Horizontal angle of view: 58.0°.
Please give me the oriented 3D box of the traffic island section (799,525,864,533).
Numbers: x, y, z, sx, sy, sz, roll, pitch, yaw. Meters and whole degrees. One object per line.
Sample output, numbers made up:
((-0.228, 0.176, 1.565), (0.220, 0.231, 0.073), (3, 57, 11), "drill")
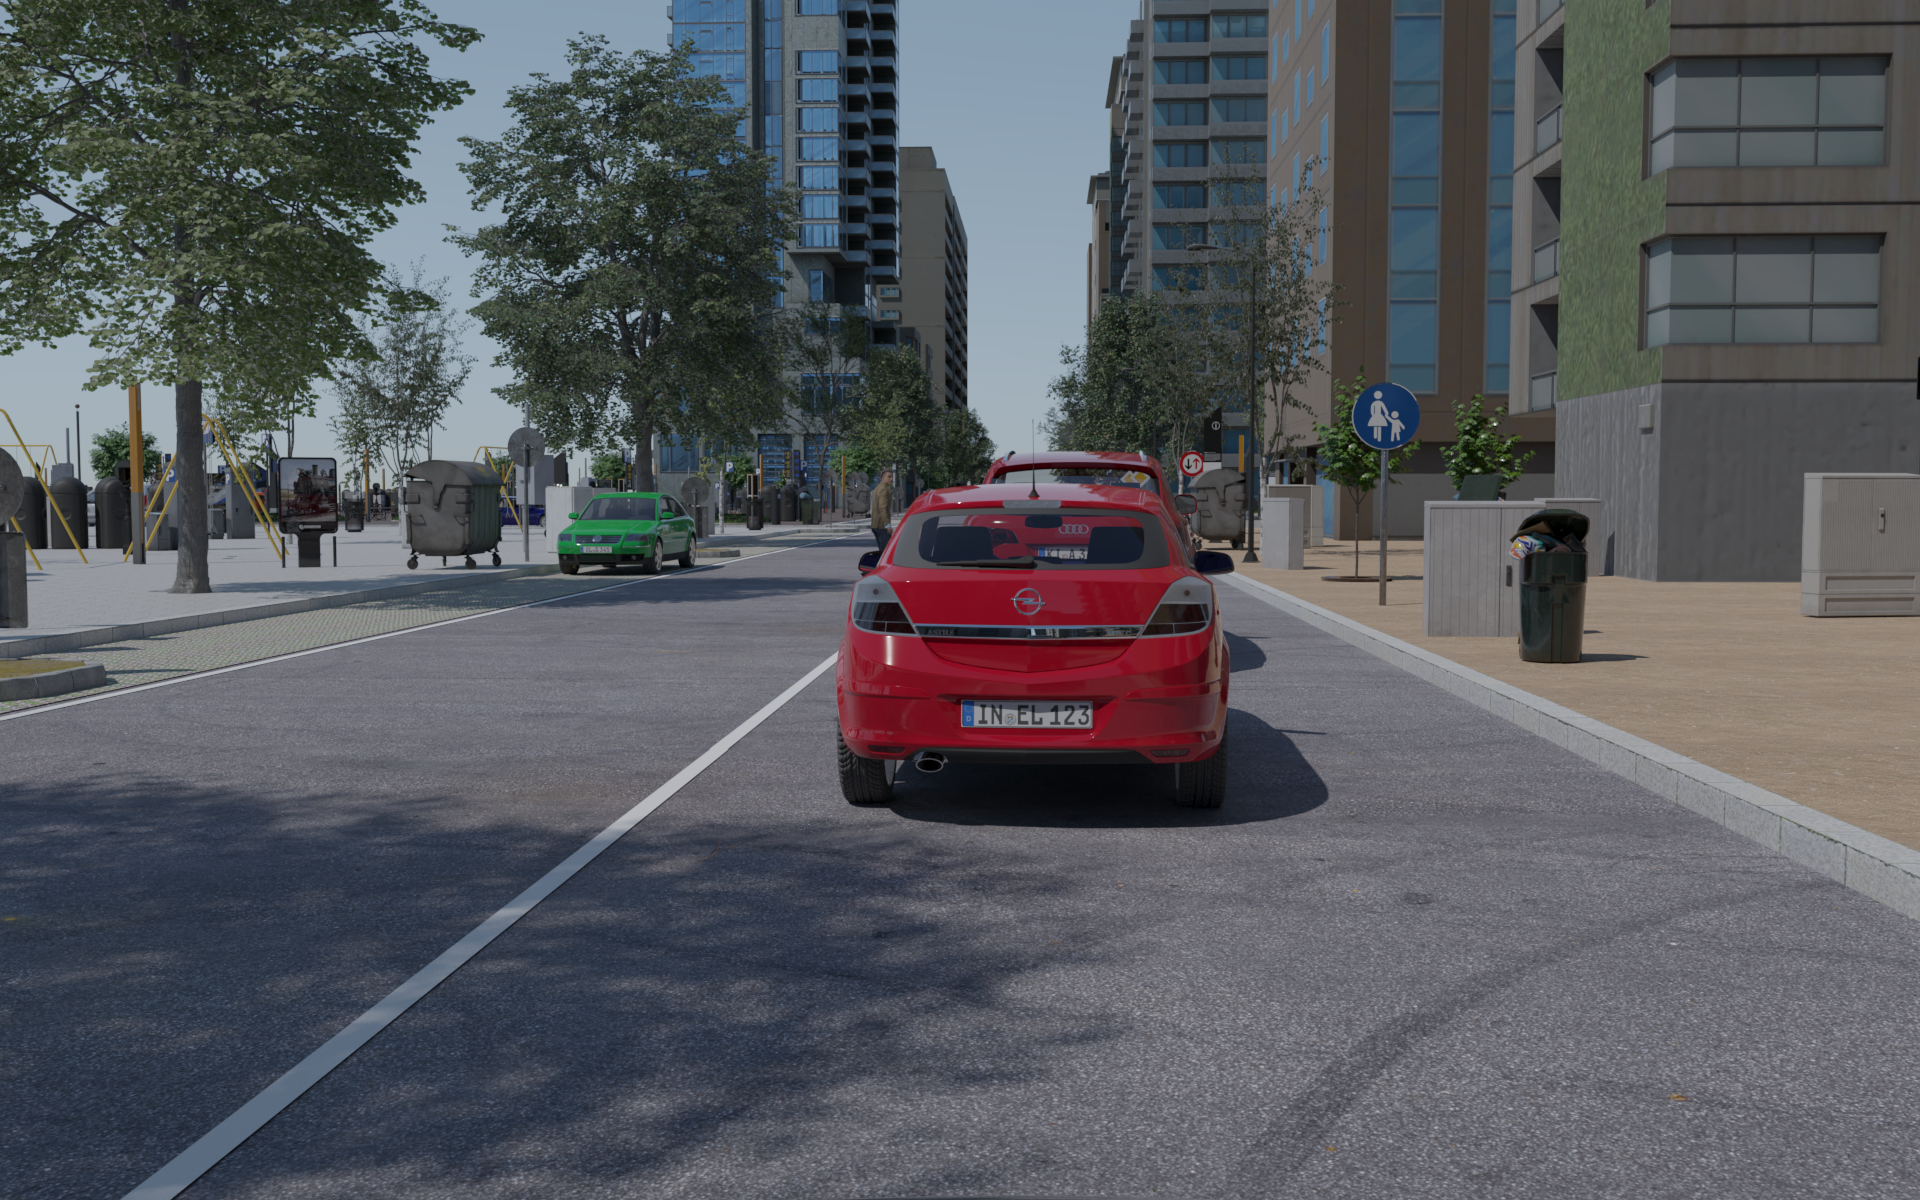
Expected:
((-4.842, -2.595, 64.701), (2.009, 0.180, 2.903), (0, 4, 3), "traffic island section")

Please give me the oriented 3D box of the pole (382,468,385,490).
((-45.866, -8.809, 137.873), (0.158, 3.312, 0.155), (0, 3, 0), "pole")

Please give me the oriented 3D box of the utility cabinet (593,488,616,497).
((-13.226, -3.380, 63.938), (0.318, 1.500, 1.173), (2, 4, 31), "utility cabinet")

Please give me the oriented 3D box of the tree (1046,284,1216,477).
((9.505, -10.883, 94.942), (9.611, 12.733, 9.660), (0, 3, 0), "tree")

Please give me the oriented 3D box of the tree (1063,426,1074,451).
((12.465, -13.853, 176.850), (4.737, 8.622, 4.395), (0, 3, 0), "tree")

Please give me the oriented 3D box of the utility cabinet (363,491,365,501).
((-47.400, -7.920, 138.174), (0.318, 1.500, 1.173), (-1, 4, -13), "utility cabinet")

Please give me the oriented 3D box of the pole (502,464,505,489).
((-30.767, -7.519, 116.776), (0.158, 3.312, 0.155), (0, 3, 0), "pole")

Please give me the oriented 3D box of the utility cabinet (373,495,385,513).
((-40.490, -6.701, 120.716), (1.020, 1.237, 0.306), (3, 5, 42), "utility cabinet")

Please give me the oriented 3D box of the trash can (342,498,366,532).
((-20.338, -2.844, 58.152), (0.748, 1.137, 0.748), (0, 3, 0), "trash can")

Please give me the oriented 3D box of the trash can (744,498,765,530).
((-7.254, -3.035, 61.268), (0.748, 1.137, 0.748), (0, 3, 0), "trash can")

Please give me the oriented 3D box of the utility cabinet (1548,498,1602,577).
((9.410, -0.958, 26.825), (1.020, 1.237, 0.306), (-1, 4, -17), "utility cabinet")

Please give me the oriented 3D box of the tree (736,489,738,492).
((-19.322, -9.186, 144.785), (1.663, 3.219, 1.824), (0, 3, 0), "tree")

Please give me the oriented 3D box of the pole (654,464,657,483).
((-20.547, -7.524, 116.857), (0.158, 3.312, 0.155), (0, 3, 0), "pole")

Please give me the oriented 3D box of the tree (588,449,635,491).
((-23.566, -8.180, 117.449), (4.285, 4.588, 4.351), (0, 3, 0), "tree")

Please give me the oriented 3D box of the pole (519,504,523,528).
((-16.642, -4.394, 65.693), (0.158, 3.312, 0.155), (0, 3, 0), "pole")

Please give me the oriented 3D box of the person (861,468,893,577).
((-1.227, -1.149, 27.194), (0.656, 1.842, 0.836), (3, 5, 40), "person")

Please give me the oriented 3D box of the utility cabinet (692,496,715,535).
((-8.096, -2.660, 54.649), (0.306, 1.237, 1.020), (1, 4, 20), "utility cabinet")

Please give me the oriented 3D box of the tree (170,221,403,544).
((-17.370, -5.730, 44.047), (4.737, 8.622, 4.395), (0, 3, 0), "tree")

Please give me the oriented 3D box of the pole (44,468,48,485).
((-71.273, -8.640, 135.115), (0.158, 3.312, 0.155), (0, 3, 0), "pole")

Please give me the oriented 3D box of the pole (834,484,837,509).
((-10.585, -9.374, 147.108), (0.158, 3.312, 0.155), (0, 3, 0), "pole")

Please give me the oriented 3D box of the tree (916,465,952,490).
((-2.356, -10.683, 158.379), (4.285, 4.588, 4.351), (0, 3, 0), "tree")

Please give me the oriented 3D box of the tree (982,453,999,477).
((4.287, -22.615, 304.171), (8.767, 10.594, 7.601), (0, 4, 6), "tree")

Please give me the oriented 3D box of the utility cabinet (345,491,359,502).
((-51.323, -8.417, 146.299), (1.173, 1.500, 0.318), (-1, 4, -14), "utility cabinet")

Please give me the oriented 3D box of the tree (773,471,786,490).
((-12.849, -8.154, 127.926), (1.663, 3.219, 1.824), (0, 3, 0), "tree")

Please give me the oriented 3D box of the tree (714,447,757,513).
((-15.538, -8.347, 120.192), (4.285, 4.588, 4.351), (0, 3, 0), "tree")

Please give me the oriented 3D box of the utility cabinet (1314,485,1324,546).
((8.574, -2.060, 42.354), (0.318, 1.500, 1.173), (0, 4, -6), "utility cabinet")

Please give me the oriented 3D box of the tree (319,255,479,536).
((-17.344, -6.284, 53.112), (4.360, 8.622, 3.978), (0, 3, 0), "tree")

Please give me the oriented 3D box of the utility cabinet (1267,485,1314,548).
((7.634, -1.945, 40.485), (1.173, 1.500, 0.318), (-2, 4, -23), "utility cabinet")

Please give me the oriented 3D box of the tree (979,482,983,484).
((1.599, -17.753, 240.627), (4.737, 8.622, 4.395), (0, 3, 0), "tree")

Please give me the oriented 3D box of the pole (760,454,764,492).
((-10.195, -5.828, 89.127), (0.158, 3.312, 0.155), (0, 3, 0), "pole")

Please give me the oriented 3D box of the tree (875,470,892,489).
((-6.552, -11.564, 139.439), (4.360, 8.622, 3.978), (0, 3, 0), "tree")

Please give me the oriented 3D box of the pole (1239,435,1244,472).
((9.775, -4.060, 60.231), (0.158, 3.312, 0.155), (0, 3, 0), "pole")

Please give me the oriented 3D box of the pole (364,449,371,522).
((-27.110, -5.222, 79.228), (0.158, 3.312, 0.155), (0, 3, 0), "pole")

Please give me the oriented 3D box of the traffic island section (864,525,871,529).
((-4.453, -3.082, 72.677), (2.009, 0.180, 2.903), (0, 4, 3), "traffic island section")

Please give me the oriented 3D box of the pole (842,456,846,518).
((-6.238, -6.061, 92.941), (0.158, 3.312, 0.155), (0, 3, 0), "pole")

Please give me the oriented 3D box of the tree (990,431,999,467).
((0.695, -18.664, 222.158), (9.611, 12.733, 9.660), (0, 3, 0), "tree")

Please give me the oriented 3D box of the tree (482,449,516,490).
((-33.391, -8.701, 125.968), (4.285, 4.588, 4.351), (0, 3, 0), "tree")

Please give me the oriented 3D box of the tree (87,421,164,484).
((-37.309, -5.729, 77.390), (4.285, 4.588, 4.351), (0, 3, 0), "tree")

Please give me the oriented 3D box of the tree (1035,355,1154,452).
((11.233, -13.941, 138.313), (12.009, 13.543, 11.850), (0, 3, 0), "tree")

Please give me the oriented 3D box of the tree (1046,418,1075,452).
((15.064, -19.126, 230.829), (7.486, 12.596, 7.792), (0, 3, 0), "tree")

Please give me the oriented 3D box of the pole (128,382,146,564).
((-14.996, -2.307, 31.558), (0.158, 3.312, 0.155), (0, 3, 0), "pole")

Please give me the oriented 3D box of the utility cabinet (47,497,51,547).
((-22.156, -1.890, 42.061), (1.020, 1.237, 0.306), (2, 4, 26), "utility cabinet")

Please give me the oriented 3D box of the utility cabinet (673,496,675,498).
((-10.588, -3.164, 62.890), (0.306, 1.237, 1.020), (0, 4, 3), "utility cabinet")

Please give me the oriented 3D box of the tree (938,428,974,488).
((-0.854, -14.681, 190.394), (4.737, 8.622, 4.395), (0, 3, 0), "tree")

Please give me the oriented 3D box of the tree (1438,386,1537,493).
((8.989, -2.192, 30.442), (1.663, 3.219, 1.824), (0, 3, 0), "tree")

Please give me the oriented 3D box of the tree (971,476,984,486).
((2.953, -17.641, 272.139), (4.285, 4.588, 4.351), (0, 3, 0), "tree")
